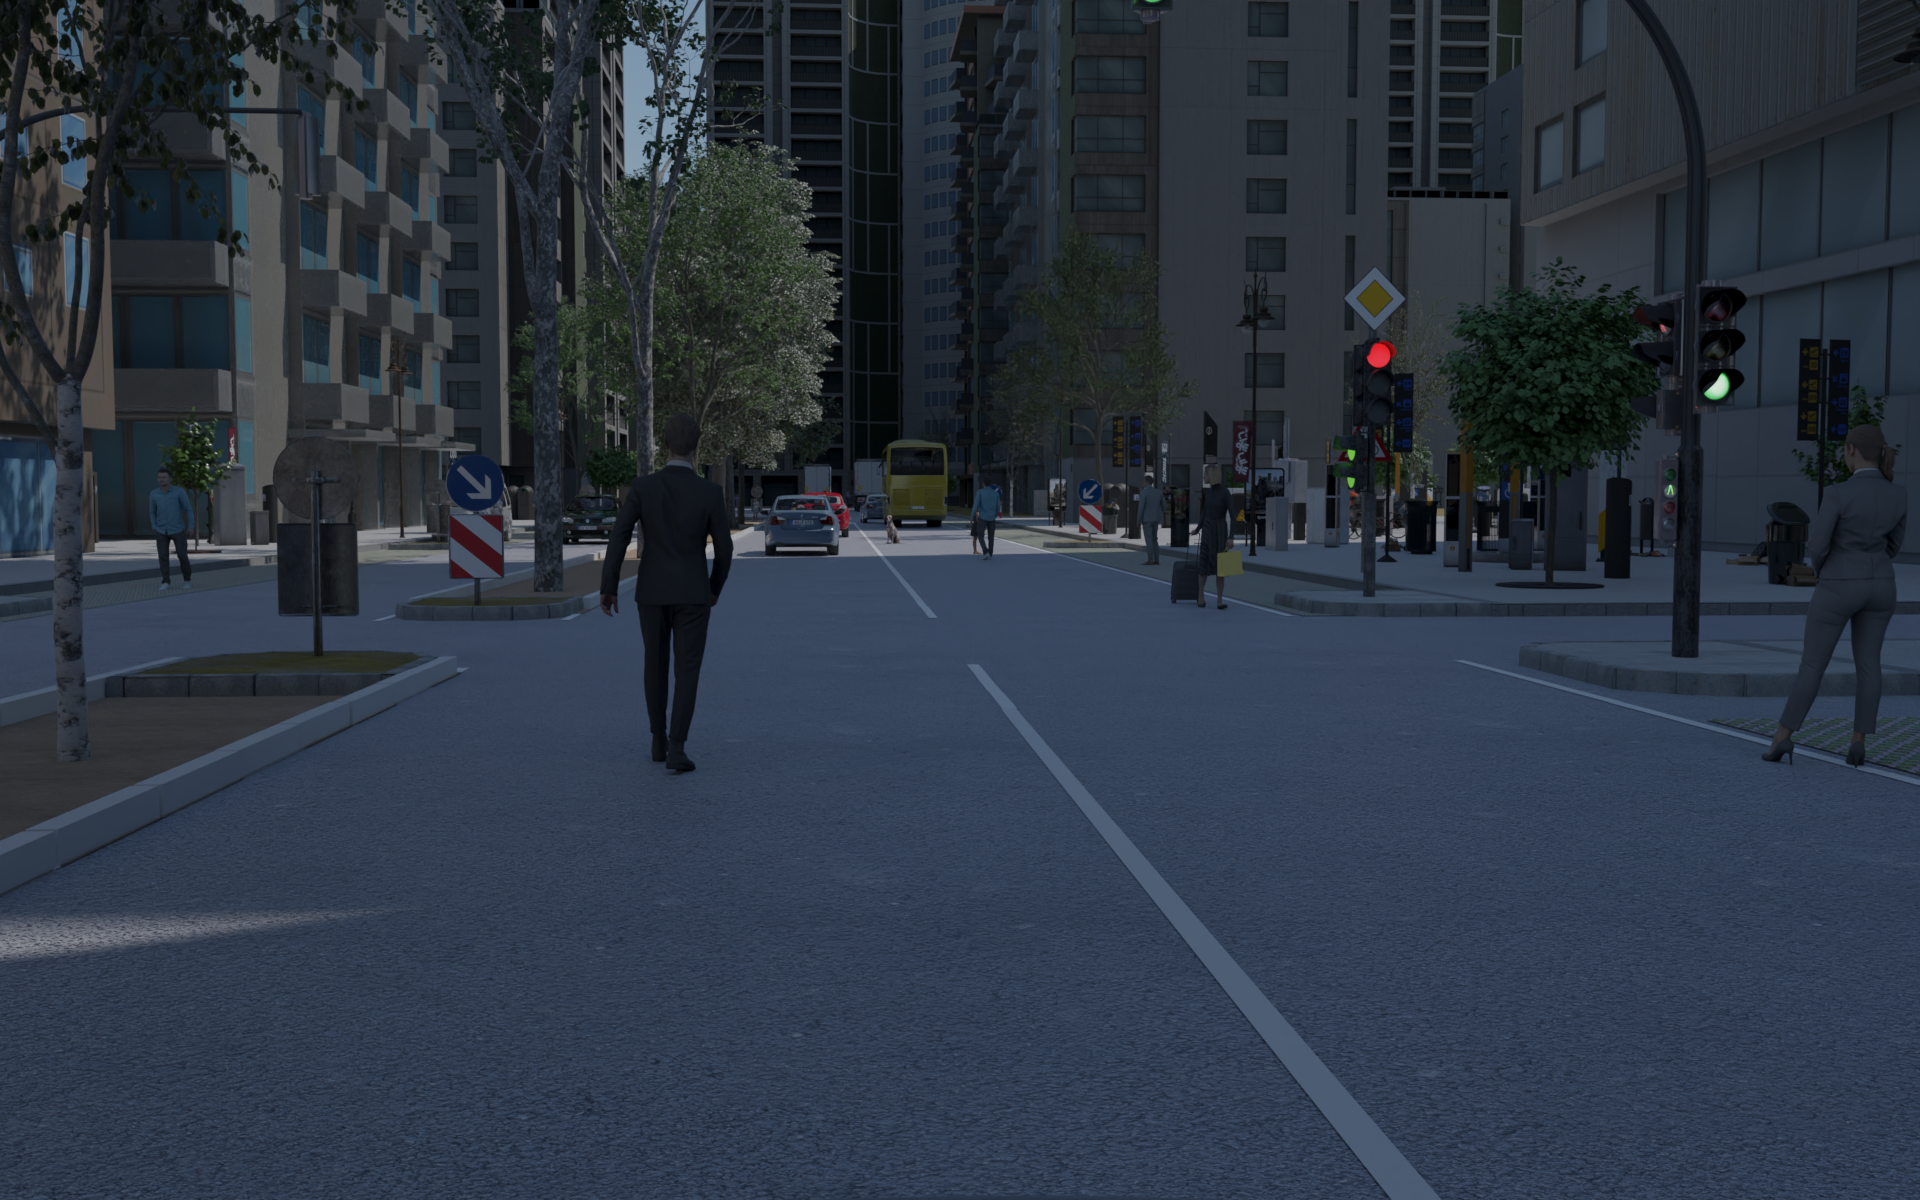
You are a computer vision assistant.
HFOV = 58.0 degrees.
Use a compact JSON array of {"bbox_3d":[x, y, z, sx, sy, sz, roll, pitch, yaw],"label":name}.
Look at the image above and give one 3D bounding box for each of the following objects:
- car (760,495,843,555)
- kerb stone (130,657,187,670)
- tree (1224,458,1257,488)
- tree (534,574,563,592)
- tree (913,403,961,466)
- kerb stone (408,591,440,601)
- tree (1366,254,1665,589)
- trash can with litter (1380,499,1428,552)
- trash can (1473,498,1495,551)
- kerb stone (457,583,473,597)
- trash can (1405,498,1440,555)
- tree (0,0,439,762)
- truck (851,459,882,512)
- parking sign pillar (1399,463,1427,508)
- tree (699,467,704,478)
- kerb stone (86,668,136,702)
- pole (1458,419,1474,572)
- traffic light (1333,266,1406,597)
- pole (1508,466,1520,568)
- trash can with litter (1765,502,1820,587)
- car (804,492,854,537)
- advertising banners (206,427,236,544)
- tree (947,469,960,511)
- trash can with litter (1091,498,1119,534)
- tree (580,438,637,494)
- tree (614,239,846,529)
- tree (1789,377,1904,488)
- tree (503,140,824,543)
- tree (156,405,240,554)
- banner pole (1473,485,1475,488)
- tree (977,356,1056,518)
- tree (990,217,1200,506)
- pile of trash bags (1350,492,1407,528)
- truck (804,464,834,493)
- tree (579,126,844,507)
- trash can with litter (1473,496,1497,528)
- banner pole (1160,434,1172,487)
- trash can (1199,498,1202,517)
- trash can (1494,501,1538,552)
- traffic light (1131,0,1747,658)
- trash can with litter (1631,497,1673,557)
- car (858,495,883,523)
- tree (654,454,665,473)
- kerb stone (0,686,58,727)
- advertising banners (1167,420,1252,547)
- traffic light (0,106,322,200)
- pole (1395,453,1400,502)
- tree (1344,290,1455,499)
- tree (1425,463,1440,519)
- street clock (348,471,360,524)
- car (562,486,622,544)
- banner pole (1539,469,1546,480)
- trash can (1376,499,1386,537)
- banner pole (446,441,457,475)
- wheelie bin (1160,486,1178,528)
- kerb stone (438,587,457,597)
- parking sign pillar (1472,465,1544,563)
[{"bbox_3d":[-3.818,-1.820,41.761,2.014,1.417,4.499,0,4,-5],"label":"car"},{"bbox_3d":[-6.104,0.555,13.125,0.120,0.150,1.000,0,4,-4],"label":"kerb stone"},{"bbox_3d":[12.054,-4.885,74.469,1.663,3.219,1.824,0,3,0],"label":"tree"},{"bbox_3d":[-7.290,-10.222,25.480,12.611,20.169,13.585,0,3,0],"label":"tree"},{"bbox_3d":[-1.779,-11.601,140.031,4.360,8.622,3.978,0,3,0],"label":"tree"},{"bbox_3d":[-6.760,0.024,21.803,0.120,0.150,1.000,0,4,-4],"label":"kerb stone"},{"bbox_3d":[8.108,-2.455,23.858,4.285,4.588,4.351,0,3,0],"label":"tree"},{"bbox_3d":[9.959,-1.666,38.627,1.055,1.170,0.624,0,4,-7],"label":"trash can with litter"},{"bbox_3d":[11.439,-1.567,37.273,0.748,1.137,0.748,0,3,0],"label":"trash can"},{"bbox_3d":[-6.910,-0.101,23.855,0.120,0.150,1.000,0,4,-4],"label":"kerb stone"},{"bbox_3d":[9.832,-1.542,36.860,0.748,1.137,0.748,0,3,0],"label":"trash can"},{"bbox_3d":[-4.782,-3.452,9.253,4.360,8.622,3.978,0,3,0],"label":"tree"},{"bbox_3d":[-7.500,-9.450,143.413,2.839,4.237,11.283,0,4,-5],"label":"truck"},{"bbox_3d":[22.162,-5.886,84.705,1.447,3.967,1.447,-1,4,-11],"label":"parking sign pillar"},{"bbox_3d":[-25.557,-10.969,163.059,4.285,4.588,4.351,0,3,0],"label":"tree"},{"bbox_3d":[-6.038,0.617,12.103,0.120,0.150,1.000,0,4,-4],"label":"kerb stone"},{"bbox_3d":[8.326,-2.117,28.452,0.158,3.312,0.155,0,3,0],"label":"pole"},{"bbox_3d":[5.093,-1.994,21.529,0.839,4.253,0.868,0,4,-4],"label":"traffic light"},{"bbox_3d":[9.599,-2.208,29.942,0.158,3.312,0.155,0,3,0],"label":"pole"},{"bbox_3d":[11.790,-0.794,24.369,0.624,1.170,1.055,0,4,0],"label":"trash can with litter"},{"bbox_3d":[-4.668,-3.033,58.634,2.155,1.783,4.494,0,4,-4],"label":"car"},{"bbox_3d":[-19.124,-2.980,44.905,0.090,3.025,2.074,0,4,-2],"label":"advertising banners"},{"bbox_3d":[-0.786,-8.371,131.468,1.663,3.219,1.824,0,3,0],"label":"tree"},{"bbox_3d":[4.518,-2.671,55.052,1.055,1.170,0.624,0,4,1],"label":"trash can with litter"},{"bbox_3d":[-20.385,-7.161,100.788,4.285,4.588,4.351,0,3,0],"label":"tree"},{"bbox_3d":[-9.509,-9.271,71.045,9.611,12.733,9.660,0,3,0],"label":"tree"},{"bbox_3d":[14.596,-2.045,28.032,1.663,3.219,1.824,0,3,0],"label":"tree"},{"bbox_3d":[-7.705,-7.464,50.243,9.928,11.665,9.643,0,3,0],"label":"tree"},{"bbox_3d":[-16.497,-2.631,37.620,1.663,3.219,1.824,0,3,0],"label":"tree"},{"bbox_3d":[25.597,-5.944,87.203,0.401,3.779,0.863,-3,4,-38],"label":"banner pole"},{"bbox_3d":[2.968,-8.682,92.310,4.360,8.622,3.978,0,3,0],"label":"tree"},{"bbox_3d":[4.521,-7.621,59.009,7.601,10.594,8.767,0,4,-4],"label":"tree"},{"bbox_3d":[15.670,-3.445,66.071,1.912,1.369,3.447,-1,4,-20],"label":"pile of trash bags"},{"bbox_3d":[-13.687,-10.915,167.371,2.839,4.237,11.283,0,4,-3],"label":"truck"},{"bbox_3d":[-8.594,-9.288,60.977,9.857,13.997,8.962,0,3,0],"label":"tree"},{"bbox_3d":[20.687,-3.338,65.629,2.233,1.210,1.678,3,5,42],"label":"trash can with litter"},{"bbox_3d":[8.546,-4.994,71.668,0.401,3.779,0.863,3,5,41],"label":"banner pole"},{"bbox_3d":[9.238,-3.232,64.494,0.748,1.137,0.748,0,3,0],"label":"trash can"},{"bbox_3d":[11.518,-1.471,35.700,0.748,1.137,0.748,0,3,0],"label":"trash can"},{"bbox_3d":[3.611,-2.361,13.269,4.771,5.953,1.251,0,4,-4],"label":"traffic light"},{"bbox_3d":[14.242,-1.529,36.055,1.678,1.210,2.233,0,4,-2],"label":"trash can with litter"},{"bbox_3d":[-4.057,-4.548,86.356,2.014,1.417,4.499,0,4,-6],"label":"car"},{"bbox_3d":[-21.564,-8.166,117.222,4.285,4.588,4.351,0,3,0],"label":"tree"},{"bbox_3d":[-5.962,0.680,11.084,0.120,0.150,1.000,0,4,-4],"label":"kerb stone"},{"bbox_3d":[5.992,-2.765,41.401,2.074,3.025,0.090,1,4,14],"label":"advertising banners"},{"bbox_3d":[-9.990,-2.798,20.421,4.771,5.953,1.251,0,4,-4],"label":"traffic light"},{"bbox_3d":[17.335,-4.575,68.638,0.158,3.312,0.155,0,3,0],"label":"pole"},{"bbox_3d":[15.981,-6.816,61.810,4.360,8.622,3.978,0,3,0],"label":"tree"},{"bbox_3d":[23.592,-5.715,88.039,1.663,3.219,1.824,0,3,0],"label":"tree"},{"bbox_3d":[-17.372,-2.747,49.487,0.471,2.002,0.358,2,4,27],"label":"street clock"},{"bbox_3d":[-10.726,-2.510,50.831,2.009,1.686,4.222,0,4,-6],"label":"car"},{"bbox_3d":[12.707,-2.882,37.131,0.863,3.779,0.401,1,4,23],"label":"banner pole"},{"bbox_3d":[12.453,-2.472,52.073,0.748,1.137,0.748,0,3,0],"label":"trash can"},{"bbox_3d":[-24.234,-5.656,82.496,0.401,3.779,0.863,2,4,33],"label":"banner pole"},{"bbox_3d":[7.928,-3.502,65.171,0.980,1.594,0.693,3,5,39],"label":"wheelie bin"},{"bbox_3d":[-6.831,-0.039,22.825,0.120,0.150,1.000,0,4,-4],"label":"kerb stone"},{"bbox_3d":[10.431,-2.706,32.718,1.447,3.967,1.447,1,4,19],"label":"parking sign pillar"}]
